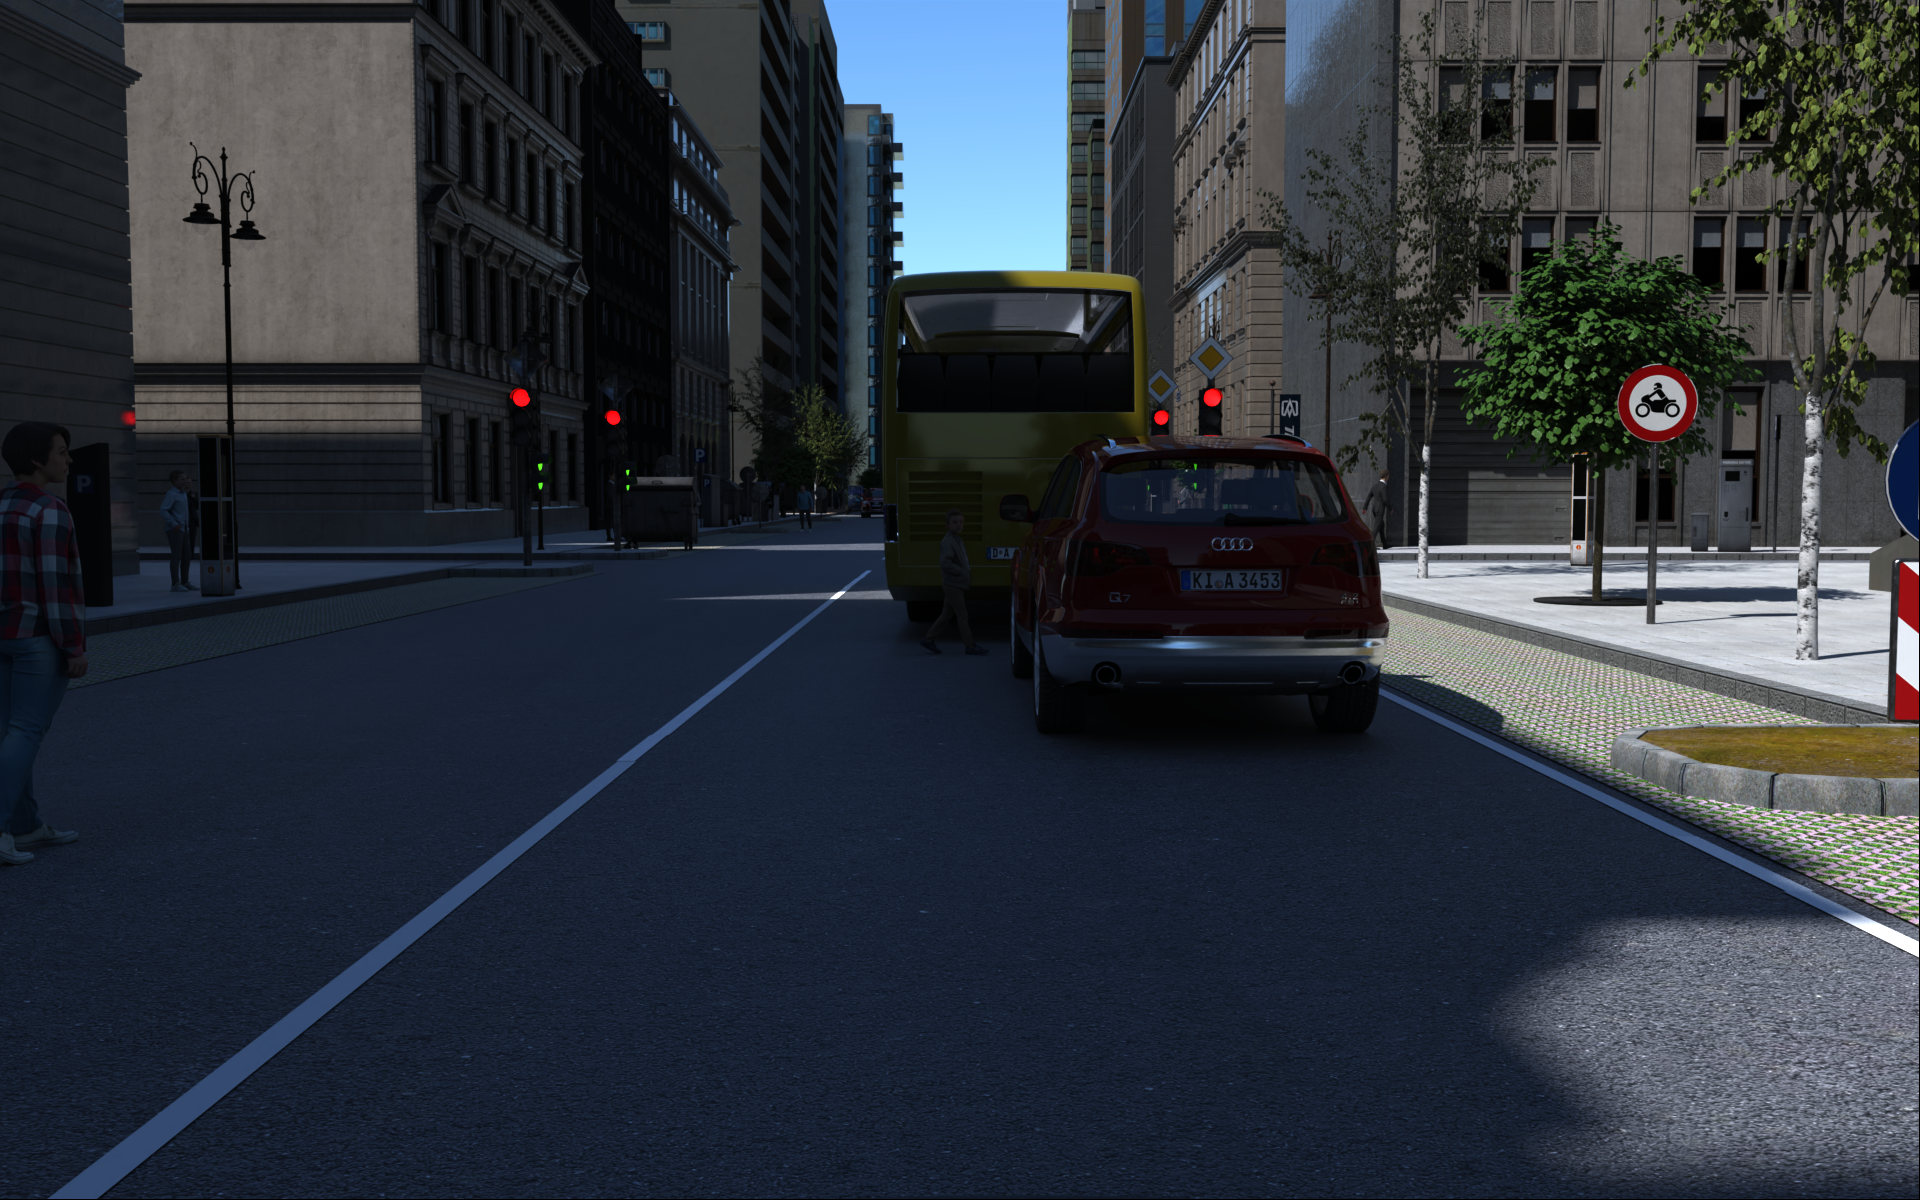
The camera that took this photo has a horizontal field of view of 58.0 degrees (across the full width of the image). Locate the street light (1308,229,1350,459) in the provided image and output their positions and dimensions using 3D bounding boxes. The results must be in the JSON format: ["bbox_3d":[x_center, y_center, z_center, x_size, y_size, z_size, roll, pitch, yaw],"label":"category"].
[{"bbox_3d":[6.484,-3.531,30.514,0.468,5.910,1.993,0,4,0],"label":"street light"}]

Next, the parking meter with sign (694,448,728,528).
[{"bbox_3d":[-9.555,-4.312,66.767,0.543,3.016,1.738,1,4,23],"label":"parking meter with sign"}]

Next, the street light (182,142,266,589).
[{"bbox_3d":[-9.805,-3.086,23.238,0.468,5.910,1.993,0,4,0],"label":"street light"}]

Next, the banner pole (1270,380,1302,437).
[{"bbox_3d":[7.111,-2.949,38.228,0.863,3.779,0.401,0,4,-2],"label":"banner pole"}]

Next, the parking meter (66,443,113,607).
[{"bbox_3d":[-9.925,-0.859,19.752,0.399,1.863,0.255,0,4,2],"label":"parking meter"}]

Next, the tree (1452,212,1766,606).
[{"bbox_3d":[7.563,-2.236,20.277,4.285,4.588,4.351,0,3,0],"label":"tree"}]

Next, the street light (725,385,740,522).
[{"bbox_3d":[-9.657,-6.168,73.640,0.468,5.910,1.993,0,4,0],"label":"street light"}]

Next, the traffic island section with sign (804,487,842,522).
[{"bbox_3d":[-7.221,-5.013,90.591,1.989,1.847,2.006,0,4,0],"label":"traffic island section with sign"}]

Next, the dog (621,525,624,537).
[{"bbox_3d":[-9.893,-2.266,51.432,0.513,0.831,0.800,-1,4,-13],"label":"dog"}]

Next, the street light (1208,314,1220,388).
[{"bbox_3d":[6.539,-4.400,44.732,0.468,5.910,1.993,0,4,0],"label":"street light"}]

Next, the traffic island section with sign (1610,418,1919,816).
[{"bbox_3d":[4.402,0.002,8.597,1.989,1.847,2.006,0,4,0],"label":"traffic island section with sign"}]

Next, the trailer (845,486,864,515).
[{"bbox_3d":[-7.102,-6.800,118.226,1.471,1.999,3.904,0,4,-1],"label":"trailer"}]

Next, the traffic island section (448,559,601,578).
[{"bbox_3d":[-7.767,-0.536,31.049,2.009,0.180,2.903,0,4,0],"label":"traffic island section"}]

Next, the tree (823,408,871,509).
[{"bbox_3d":[-9.739,-12.118,148.488,4.360,8.622,3.978,0,3,0],"label":"tree"}]

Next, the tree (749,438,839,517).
[{"bbox_3d":[-9.712,-7.232,101.957,4.285,4.588,4.351,0,3,0],"label":"tree"}]

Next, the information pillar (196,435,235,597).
[{"bbox_3d":[-9.320,-1.052,21.700,0.304,2.012,0.304,0,4,8],"label":"information pillar"}]

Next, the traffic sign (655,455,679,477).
[{"bbox_3d":[-9.506,-3.430,56.187,0.768,2.556,0.104,0,4,2],"label":"traffic sign"}]

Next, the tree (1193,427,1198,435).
[{"bbox_3d":[6.937,-3.415,50.443,1.663,3.219,1.824,0,3,0],"label":"tree"}]

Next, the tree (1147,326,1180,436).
[{"bbox_3d":[6.877,-7.371,70.881,4.360,8.622,3.978,0,3,0],"label":"tree"}]

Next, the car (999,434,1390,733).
[{"bbox_3d":[1.433,-0.199,11.933,2.281,1.827,5.304,0,4,-1],"label":"car"}]

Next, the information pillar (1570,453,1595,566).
[{"bbox_3d":[11.077,-1.609,30.804,0.304,2.012,0.304,3,5,42],"label":"information pillar"}]

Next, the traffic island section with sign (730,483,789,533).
[{"bbox_3d":[-7.329,-3.364,63.636,1.989,1.847,2.006,0,4,0],"label":"traffic island section with sign"}]

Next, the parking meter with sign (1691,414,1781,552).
[{"bbox_3d":[17.126,-2.569,38.269,1.738,3.016,0.543,1,4,22],"label":"parking meter with sign"}]

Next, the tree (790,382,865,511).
[{"bbox_3d":[-9.338,-9.986,113.638,4.737,8.622,4.395,0,3,0],"label":"tree"}]

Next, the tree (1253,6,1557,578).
[{"bbox_3d":[6.889,-4.645,26.301,4.360,8.622,3.978,0,3,0],"label":"tree"}]

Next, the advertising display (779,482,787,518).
[{"bbox_3d":[-9.522,-5.381,93.200,0.123,1.923,0.974,-1,4,-22],"label":"advertising display"}]

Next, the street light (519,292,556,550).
[{"bbox_3d":[-9.651,-4.092,39.700,0.468,5.910,1.993,0,4,0],"label":"street light"}]

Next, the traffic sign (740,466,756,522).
[{"bbox_3d":[-9.735,-4.851,79.427,0.768,2.556,0.104,0,4,6],"label":"traffic sign"}]

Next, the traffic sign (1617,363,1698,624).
[{"bbox_3d":[6.817,-1.034,17.013,0.768,2.556,0.104,0,4,5],"label":"traffic sign"}]

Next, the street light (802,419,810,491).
[{"bbox_3d":[-9.478,-8.213,107.069,0.468,5.910,1.993,0,4,0],"label":"street light"}]

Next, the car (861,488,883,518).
[{"bbox_3d":[-4.880,-5.945,105.878,2.281,1.827,5.304,0,4,2],"label":"car"}]

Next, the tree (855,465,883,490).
[{"bbox_3d":[-9.785,-12.665,190.786,4.285,4.588,4.351,0,3,0],"label":"tree"}]

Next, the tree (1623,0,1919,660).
[{"bbox_3d":[6.798,-3.838,13.112,4.737,8.622,4.395,0,3,0],"label":"tree"}]

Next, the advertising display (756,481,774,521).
[{"bbox_3d":[-9.311,-4.740,82.718,0.974,1.923,0.123,2,4,31],"label":"advertising display"}]

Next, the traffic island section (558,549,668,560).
[{"bbox_3d":[-7.738,-1.025,39.034,2.009,0.180,2.903,0,4,0],"label":"traffic island section"}]

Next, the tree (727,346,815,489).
[{"bbox_3d":[-9.489,-8.369,87.200,4.360,8.622,3.978,0,3,0],"label":"tree"}]
